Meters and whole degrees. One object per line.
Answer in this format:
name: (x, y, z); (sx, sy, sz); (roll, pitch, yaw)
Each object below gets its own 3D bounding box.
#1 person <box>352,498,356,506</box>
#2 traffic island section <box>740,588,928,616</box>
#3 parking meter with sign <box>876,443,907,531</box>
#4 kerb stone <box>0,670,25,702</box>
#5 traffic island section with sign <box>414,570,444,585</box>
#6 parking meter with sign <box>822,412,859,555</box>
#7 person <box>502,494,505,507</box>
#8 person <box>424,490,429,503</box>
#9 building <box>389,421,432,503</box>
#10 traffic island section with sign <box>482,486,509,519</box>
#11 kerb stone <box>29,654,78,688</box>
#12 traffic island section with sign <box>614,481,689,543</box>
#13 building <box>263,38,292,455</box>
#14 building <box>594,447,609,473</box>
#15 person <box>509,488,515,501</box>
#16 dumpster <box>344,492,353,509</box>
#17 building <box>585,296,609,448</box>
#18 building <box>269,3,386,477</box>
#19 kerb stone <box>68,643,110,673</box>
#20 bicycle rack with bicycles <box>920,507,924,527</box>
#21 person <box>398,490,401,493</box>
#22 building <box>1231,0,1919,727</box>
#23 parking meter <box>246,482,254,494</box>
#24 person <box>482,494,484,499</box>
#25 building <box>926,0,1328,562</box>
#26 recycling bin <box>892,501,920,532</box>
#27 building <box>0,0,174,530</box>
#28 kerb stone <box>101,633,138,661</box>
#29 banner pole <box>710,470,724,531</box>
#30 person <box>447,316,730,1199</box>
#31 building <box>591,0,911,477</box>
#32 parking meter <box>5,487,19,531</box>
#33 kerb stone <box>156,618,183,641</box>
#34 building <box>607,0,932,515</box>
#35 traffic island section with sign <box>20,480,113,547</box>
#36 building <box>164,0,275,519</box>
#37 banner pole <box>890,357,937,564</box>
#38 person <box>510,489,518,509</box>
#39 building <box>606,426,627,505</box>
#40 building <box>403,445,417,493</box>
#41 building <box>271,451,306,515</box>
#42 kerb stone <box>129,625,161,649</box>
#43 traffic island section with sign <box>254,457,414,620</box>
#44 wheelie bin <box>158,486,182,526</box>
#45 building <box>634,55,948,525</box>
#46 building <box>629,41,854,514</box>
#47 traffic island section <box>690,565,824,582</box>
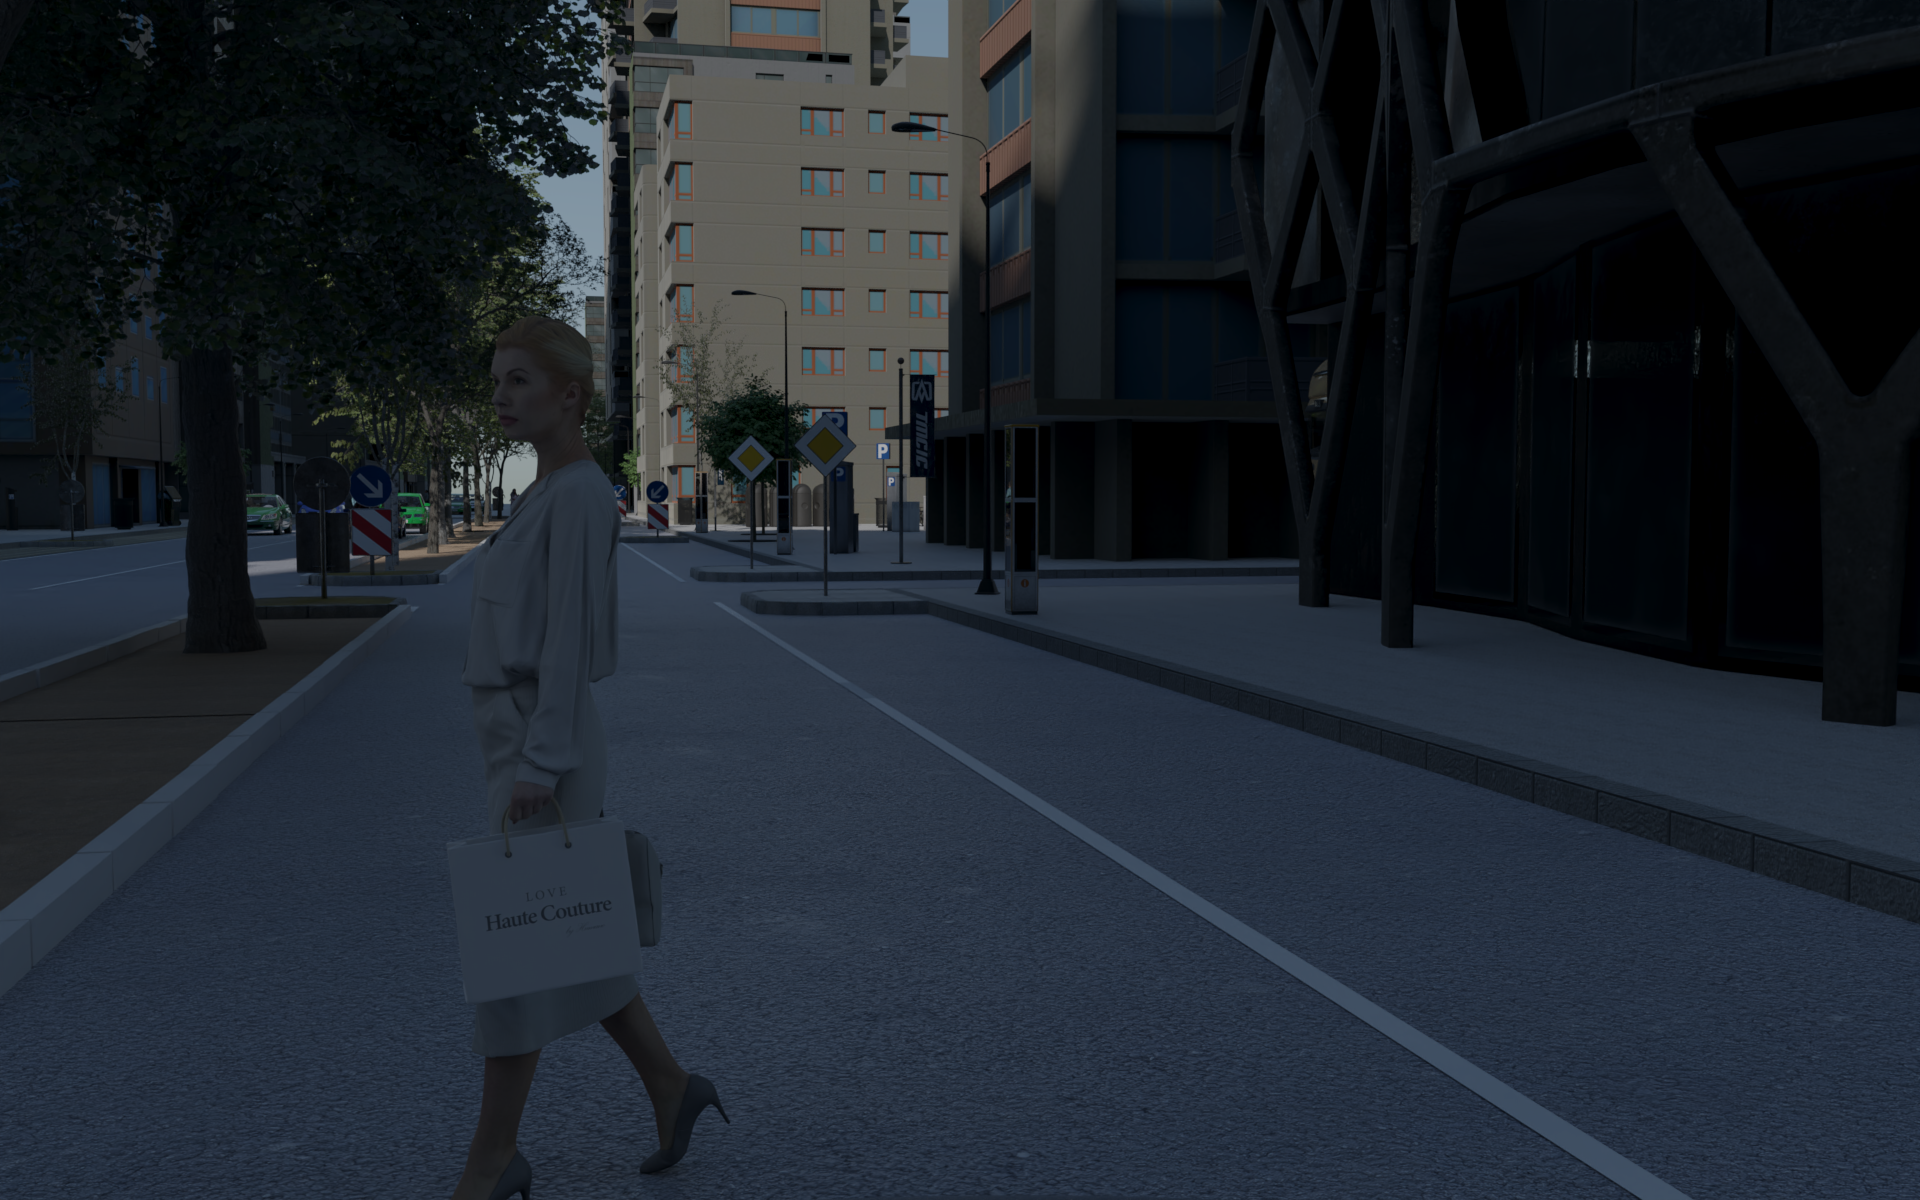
person: (-22.779, -3.490, 65.426); (0.748, 1.841, 0.638); (-3, 5, -44)
traffic island section: (-1.674, 0.026, 21.853); (2.009, 0.180, 2.903); (-1, 4, -13)
parking meter with sign: (-2.162, -3.903, 60.081); (0.543, 3.016, 1.738); (2, 4, 34)
kerb stone: (-6.711, 0.614, 12.195); (0.120, 0.150, 1.000); (-1, 4, -13)
traffic island section with sign: (-9.403, -1.207, 27.868); (2.006, 1.907, 1.989); (-1, 4, -13)
parking meter with sign: (-2.543, -2.521, 37.475); (0.543, 3.016, 1.738); (0, 4, 7)
person: (-52.529, -11.573, 198.534); (0.721, 1.723, 1.217); (2, 4, 26)
person: (-39.105, -7.181, 126.699); (0.721, 1.735, 1.217); (-2, 4, -26)
building: (-80.825, -34.025, 239.907); (14.154, 41.232, 14.086); (-1, 4, -13)
traffic island section with sign: (-26.959, -5.676, 100.935); (2.006, 1.907, 1.989); (-1, 4, -13)
kerb stone: (-6.933, 0.551, 13.192); (0.120, 0.150, 1.000); (-1, 4, -13)
traffic island section with sign: (-9.136, -2.620, 51.458); (1.989, 1.847, 2.006); (-1, 4, -13)
building: (-62.904, -26.560, 126.136); (32.217, 40.220, 23.993); (-1, 4, -13)
building: (-37.741, -56.143, 230.609); (22.319, 86.520, 31.000); (-1, 4, -13)
person: (-31.087, -6.870, 120.765); (0.705, 1.831, 1.348); (-3, 4, -37)
dumpster: (-40.174, -6.460, 113.830); (1.865, 1.857, 1.264); (-1, 4, -13)
building: (-47.537, -29.445, 253.126); (14.160, 30.474, 14.107); (-1, 4, -13)
building: (-61.967, -32.166, 149.617); (21.300, 48.544, 21.600); (-1, 4, -13)
kerb stone: (-7.178, 0.492, 14.191); (0.120, 0.150, 1.000); (-1, 4, -13)
bicycle rack with bicycles: (-1.558, -3.427, 69.418); (2.925, 0.926, 2.852); (-3, 4, -38)
person: (-41.877, -7.361, 129.644); (1.217, 1.735, 0.721); (3, 4, 36)
building: (11.670, -9.017, 14.874); (16.820, 18.784, 16.811); (-1, 4, -13)
parking meter: (-35.090, -4.886, 85.599); (0.255, 1.863, 0.399); (0, 4, 4)
person: (-51.335, -10.678, 186.352); (0.557, 1.426, 1.065); (0, 4, -4)
building: (12.925, -23.797, 43.707); (28.867, 44.769, 22.147); (-1, 4, -13)
recycling bin: (-1.841, -2.833, 58.867); (0.722, 1.027, 0.722); (2, 4, 29)
building: (-39.675, -25.473, 66.598); (14.600, 45.320, 14.200); (-1, 4, -13)
kerb stone: (-7.409, 0.429, 15.186); (0.120, 0.150, 1.000); (-1, 4, -13)
banner pole: (-8.337, -4.265, 59.749); (0.401, 3.779, 0.863); (-3, 4, -37)
person: (-0.772, 0.331, 3.443); (0.624, 1.780, 0.694); (-1, 4, -10)
building: (-20.002, -35.261, 165.762); (28.713, 52.752, 27.495); (-1, 4, -13)
parking meter: (-33.346, -3.211, 60.914); (0.372, 1.533, 0.369); (0, 3, 0)
kerb stone: (-7.902, 0.316, 17.176); (0.120, 0.150, 1.000); (-1, 4, -13)
building: (-16.359, -29.540, 137.610); (22.147, 44.769, 28.867); (-1, 4, -13)
traffic island section with sign: (-24.360, -2.369, 47.353); (1.989, 1.847, 2.006); (-1, 4, -13)
building: (-44.098, -19.413, 89.109); (14.160, 30.474, 14.107); (-1, 4, -13)
banner pole: (-0.855, -2.559, 31.853); (0.863, 3.779, 0.401); (0, 4, -8)
person: (-26.701, -5.787, 103.779); (0.621, 1.740, 0.551); (1, 4, 20)
building: (-33.491, -46.933, 205.607); (20.563, 71.187, 20.611); (-1, 4, -13)
building: (-70.284, -33.530, 198.330); (14.600, 45.320, 14.200); (-1, 4, -13)
building: (-51.810, -40.777, 104.954); (20.563, 71.187, 20.611); (-1, 4, -13)
kerb stone: (-7.665, 0.368, 16.180); (0.120, 0.150, 1.000); (-1, 4, -13)
traffic island section with sign: (-7.683, -0.766, 20.663); (2.006, 1.907, 1.989); (-1, 4, -13)
wheelie bin: (-31.770, -3.772, 69.586); (0.693, 1.594, 0.980); (0, 4, 8)
building: (-1.866, -14.915, 88.901); (27.650, 21.520, 28.899); (-1, 4, -13)
building: (-14.920, -21.045, 115.780); (14.160, 30.474, 14.107); (-1, 4, -13)
traffic island section: (-3.539, -0.449, 29.618); (2.009, 0.180, 2.903); (-1, 4, -13)
